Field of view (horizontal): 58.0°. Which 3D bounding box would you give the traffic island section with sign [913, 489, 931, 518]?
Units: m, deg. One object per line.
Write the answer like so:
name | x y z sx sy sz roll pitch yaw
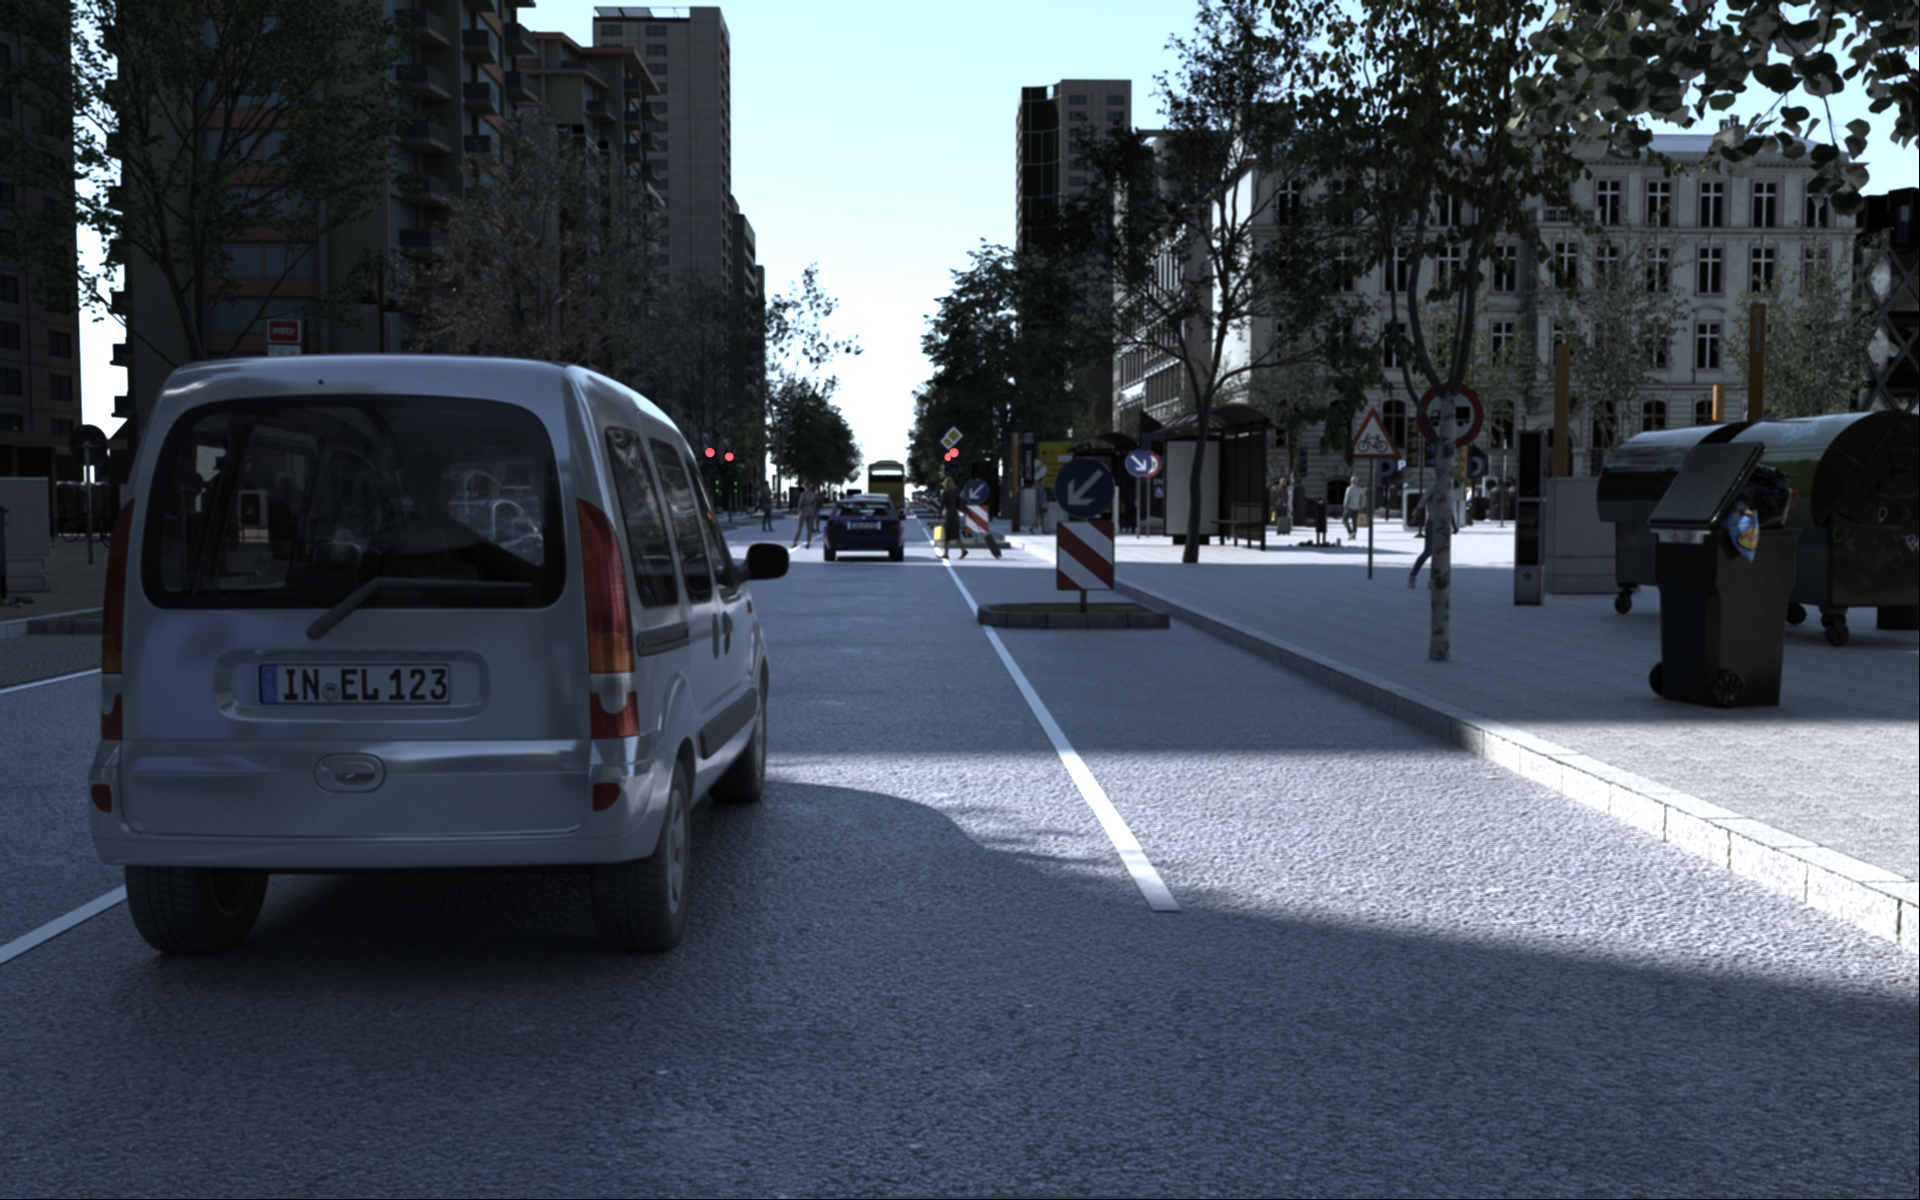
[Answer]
traffic island section with sign | -1.608 -5.747 102.590 1.989 1.847 2.006 0 4 -2

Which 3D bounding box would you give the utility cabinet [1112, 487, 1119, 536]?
utility cabinet | 4.158 -2.649 51.990 1.173 1.500 0.318 2 4 29

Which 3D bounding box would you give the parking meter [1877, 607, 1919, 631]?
parking meter | 8.920 -0.489 16.411 0.372 1.533 0.369 0 3 0

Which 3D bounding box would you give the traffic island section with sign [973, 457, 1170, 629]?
traffic island section with sign | 1.204 -0.655 19.330 1.989 1.847 2.006 0 4 -2

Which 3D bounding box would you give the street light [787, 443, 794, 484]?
street light | -15.169 -11.202 155.935 0.468 5.910 1.993 0 4 -2

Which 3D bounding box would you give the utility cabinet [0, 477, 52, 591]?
utility cabinet | -12.504 -0.847 22.531 1.173 1.500 0.318 -2 4 -27

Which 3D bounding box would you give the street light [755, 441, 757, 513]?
street light | -13.841 -8.825 117.079 0.468 5.910 1.993 0 4 -2

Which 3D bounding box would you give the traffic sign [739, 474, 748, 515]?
traffic sign | -13.665 -6.639 108.654 0.768 2.556 0.104 0 4 1

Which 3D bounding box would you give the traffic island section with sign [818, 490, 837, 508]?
traffic island section with sign | -13.890 -10.375 178.250 1.989 1.847 2.006 0 4 -2

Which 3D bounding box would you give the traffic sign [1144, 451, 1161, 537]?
traffic sign | 5.615 -3.153 51.655 0.768 2.556 0.104 0 4 1

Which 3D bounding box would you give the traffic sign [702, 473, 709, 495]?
traffic sign | -15.191 -6.379 104.404 0.768 2.556 0.104 0 4 3

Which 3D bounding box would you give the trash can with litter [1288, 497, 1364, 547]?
trash can with litter | 8.873 -1.927 42.565 1.678 1.210 2.233 0 4 -5

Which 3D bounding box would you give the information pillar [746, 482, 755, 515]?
information pillar | -13.341 -6.509 110.912 0.304 2.012 0.304 -2 4 -26

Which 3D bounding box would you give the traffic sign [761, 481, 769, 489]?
traffic sign | -14.836 -7.935 131.866 0.606 2.300 0.079 0 4 -1

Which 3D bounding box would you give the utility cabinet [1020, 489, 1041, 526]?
utility cabinet | 2.797 -3.722 69.527 0.318 1.500 1.173 3 4 38

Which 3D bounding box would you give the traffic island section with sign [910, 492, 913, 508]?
traffic island section with sign | -2.523 -7.395 129.530 1.989 1.847 2.006 0 4 -2

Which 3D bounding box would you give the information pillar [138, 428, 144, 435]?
information pillar | -28.881 -4.255 60.931 0.183 3.616 0.504 3 5 40

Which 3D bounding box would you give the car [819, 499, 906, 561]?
car | -2.149 -1.576 38.342 1.945 1.354 3.894 0 4 -4

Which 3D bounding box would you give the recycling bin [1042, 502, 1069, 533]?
recycling bin | 3.173 -2.760 57.681 0.722 1.027 0.722 -1 4 -17

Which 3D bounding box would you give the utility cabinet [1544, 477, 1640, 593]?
utility cabinet | 8.142 -0.833 22.297 1.173 1.500 0.318 0 4 -7

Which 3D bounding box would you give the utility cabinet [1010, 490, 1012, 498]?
utility cabinet | 3.600 -5.874 104.723 1.173 1.500 0.318 -1 4 -18

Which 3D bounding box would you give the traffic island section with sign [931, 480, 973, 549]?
traffic island section with sign | 0.300 -2.307 46.343 1.989 1.847 2.006 0 4 -2

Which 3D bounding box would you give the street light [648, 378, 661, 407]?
street light | -12.270 -5.902 69.286 0.468 5.910 1.993 0 4 -2

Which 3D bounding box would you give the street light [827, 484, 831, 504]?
street light | -17.909 -16.284 239.035 0.468 5.910 1.993 0 4 -2

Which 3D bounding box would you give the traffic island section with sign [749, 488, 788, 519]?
traffic island section with sign | -11.304 -5.684 101.562 1.989 1.847 2.006 0 4 -2

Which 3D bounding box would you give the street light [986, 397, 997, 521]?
street light | 1.447 -6.612 80.889 0.468 5.910 1.993 0 4 -2

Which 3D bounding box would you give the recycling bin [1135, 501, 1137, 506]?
recycling bin | 8.915 -4.689 89.216 0.722 1.027 0.722 0 4 2

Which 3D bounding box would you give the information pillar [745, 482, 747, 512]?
information pillar | -15.540 -7.472 126.652 0.304 2.012 0.304 2 4 31

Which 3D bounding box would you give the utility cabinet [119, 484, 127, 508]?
utility cabinet | -18.424 -1.876 39.353 1.173 1.500 0.318 0 4 3

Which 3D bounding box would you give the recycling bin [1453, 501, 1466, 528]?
recycling bin | 19.034 -3.302 66.549 0.722 1.027 0.722 1 4 19

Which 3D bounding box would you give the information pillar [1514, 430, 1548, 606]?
information pillar | 6.607 -0.952 20.052 0.304 2.012 0.304 2 4 26

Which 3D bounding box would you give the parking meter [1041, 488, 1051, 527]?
parking meter | 3.379 -3.650 68.084 0.372 1.533 0.369 0 3 0

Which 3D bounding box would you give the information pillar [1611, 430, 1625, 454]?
information pillar | 24.152 -4.423 63.674 0.504 3.616 0.183 0 4 0

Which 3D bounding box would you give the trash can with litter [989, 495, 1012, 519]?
trash can with litter | 2.258 -4.819 89.854 2.233 1.210 1.678 -1 4 -10

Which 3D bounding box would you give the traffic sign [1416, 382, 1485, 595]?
traffic sign | 5.566 -1.202 19.757 0.768 2.556 0.104 0 4 4

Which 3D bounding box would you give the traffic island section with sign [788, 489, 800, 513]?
traffic island section with sign | -12.231 -7.375 129.213 1.989 1.847 2.006 0 4 -2

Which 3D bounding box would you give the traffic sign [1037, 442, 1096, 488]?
traffic sign | 4.135 -4.493 67.340 2.265 3.308 0.079 0 4 8

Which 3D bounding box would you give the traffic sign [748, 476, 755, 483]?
traffic sign | -14.587 -7.383 120.824 0.768 2.556 0.104 0 4 1

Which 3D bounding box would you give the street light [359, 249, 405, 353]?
street light | -10.923 -3.671 32.808 0.468 5.910 1.993 0 4 -2

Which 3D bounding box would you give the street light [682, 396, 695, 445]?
street light | -12.628 -6.593 80.583 0.468 5.910 1.993 0 4 -2

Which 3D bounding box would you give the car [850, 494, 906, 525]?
car | -2.762 -2.583 54.034 2.131 1.459 4.920 0 4 -2

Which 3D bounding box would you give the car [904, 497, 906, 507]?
car | -6.092 -9.609 166.691 1.945 1.707 3.694 0 4 -4

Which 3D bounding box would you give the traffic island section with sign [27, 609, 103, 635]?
traffic island section with sign | -8.494 -0.604 18.497 1.989 1.847 2.006 0 4 -2

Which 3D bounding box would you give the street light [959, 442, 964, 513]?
street light | 0.185 -8.878 117.938 0.468 5.910 1.993 0 4 -2

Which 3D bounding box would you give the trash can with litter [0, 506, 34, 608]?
trash can with litter | -11.424 -0.522 19.594 1.678 1.210 2.233 1 4 14

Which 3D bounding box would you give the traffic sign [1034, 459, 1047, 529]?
traffic sign | 2.811 -3.870 63.378 0.768 2.556 0.104 0 4 1

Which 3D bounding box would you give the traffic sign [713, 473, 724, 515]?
traffic sign | -14.848 -6.485 106.033 0.884 2.594 0.081 0 4 1
